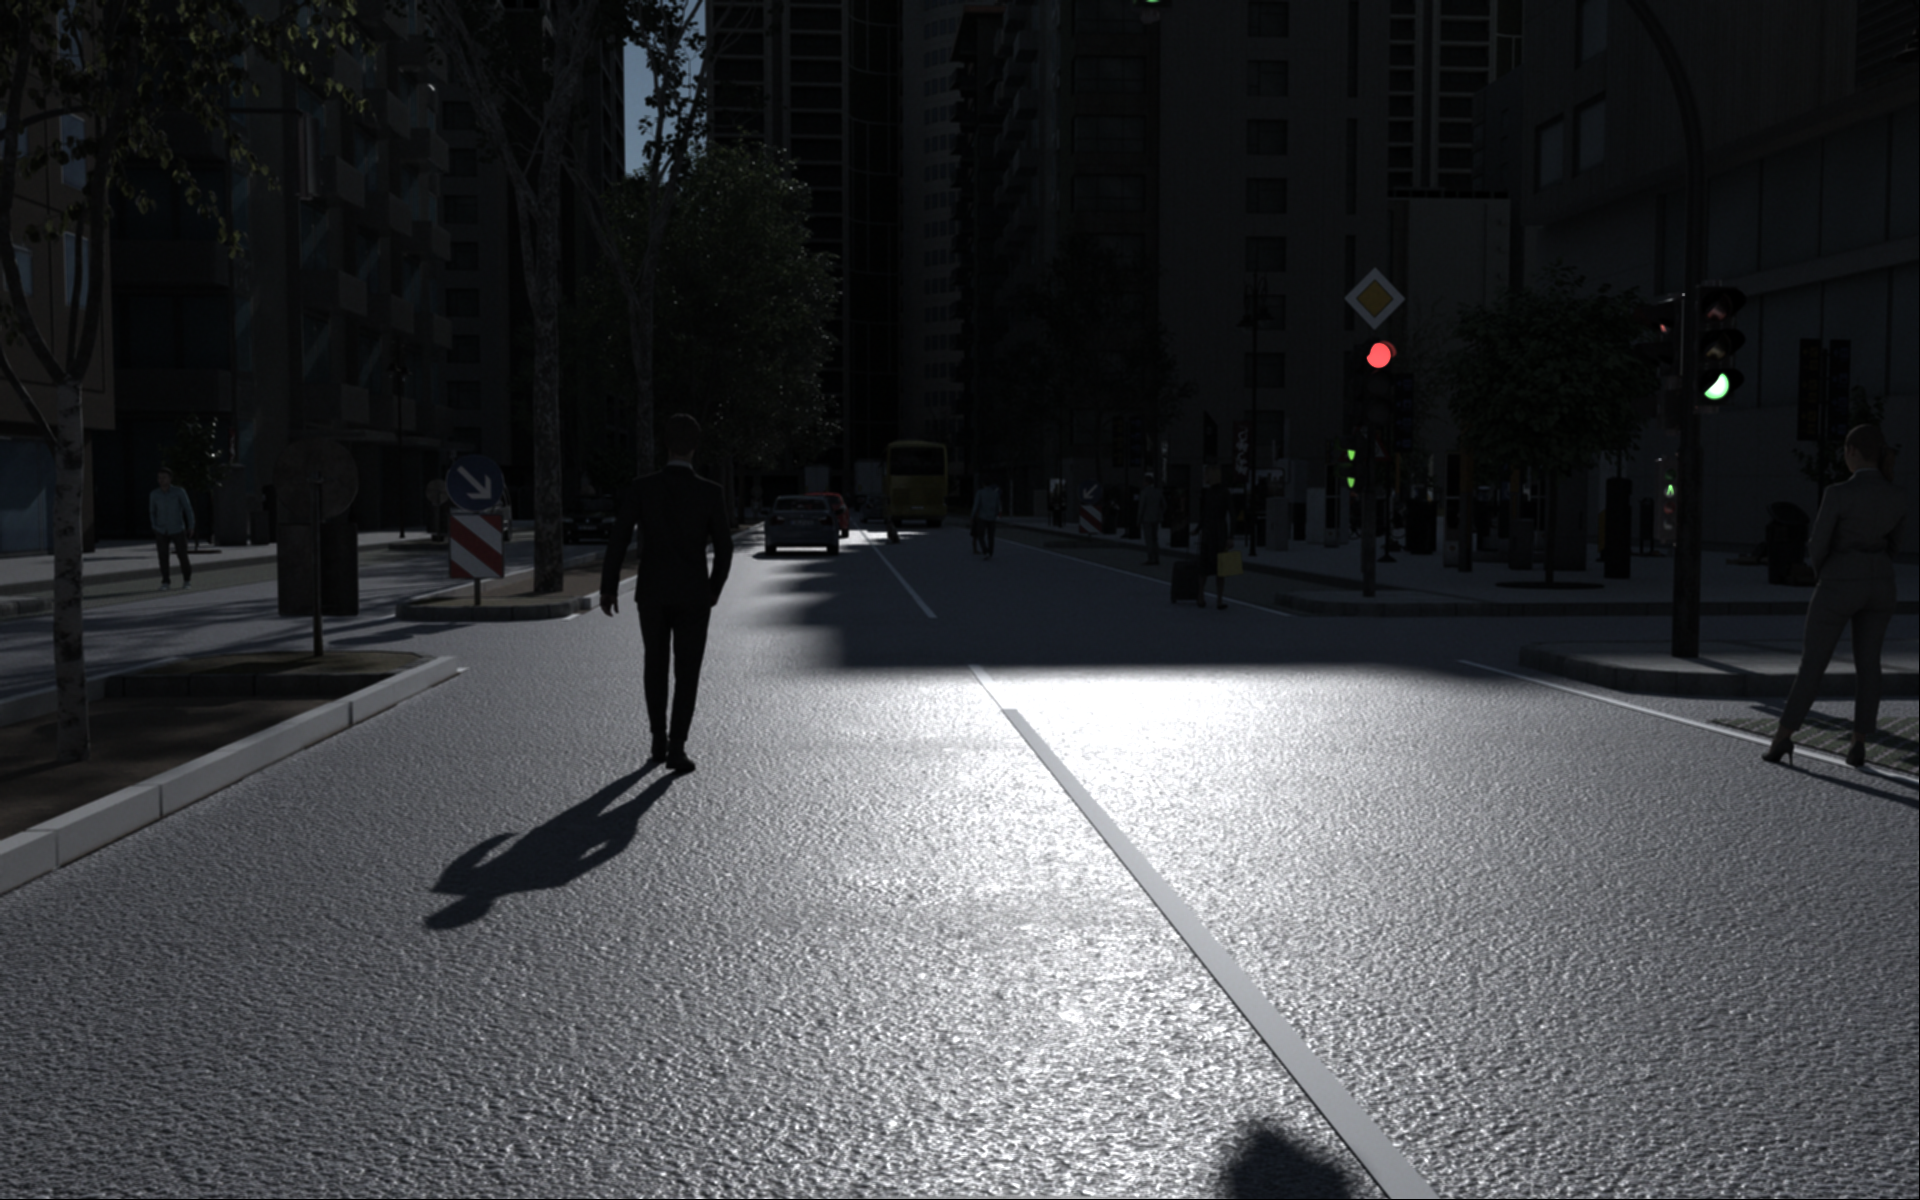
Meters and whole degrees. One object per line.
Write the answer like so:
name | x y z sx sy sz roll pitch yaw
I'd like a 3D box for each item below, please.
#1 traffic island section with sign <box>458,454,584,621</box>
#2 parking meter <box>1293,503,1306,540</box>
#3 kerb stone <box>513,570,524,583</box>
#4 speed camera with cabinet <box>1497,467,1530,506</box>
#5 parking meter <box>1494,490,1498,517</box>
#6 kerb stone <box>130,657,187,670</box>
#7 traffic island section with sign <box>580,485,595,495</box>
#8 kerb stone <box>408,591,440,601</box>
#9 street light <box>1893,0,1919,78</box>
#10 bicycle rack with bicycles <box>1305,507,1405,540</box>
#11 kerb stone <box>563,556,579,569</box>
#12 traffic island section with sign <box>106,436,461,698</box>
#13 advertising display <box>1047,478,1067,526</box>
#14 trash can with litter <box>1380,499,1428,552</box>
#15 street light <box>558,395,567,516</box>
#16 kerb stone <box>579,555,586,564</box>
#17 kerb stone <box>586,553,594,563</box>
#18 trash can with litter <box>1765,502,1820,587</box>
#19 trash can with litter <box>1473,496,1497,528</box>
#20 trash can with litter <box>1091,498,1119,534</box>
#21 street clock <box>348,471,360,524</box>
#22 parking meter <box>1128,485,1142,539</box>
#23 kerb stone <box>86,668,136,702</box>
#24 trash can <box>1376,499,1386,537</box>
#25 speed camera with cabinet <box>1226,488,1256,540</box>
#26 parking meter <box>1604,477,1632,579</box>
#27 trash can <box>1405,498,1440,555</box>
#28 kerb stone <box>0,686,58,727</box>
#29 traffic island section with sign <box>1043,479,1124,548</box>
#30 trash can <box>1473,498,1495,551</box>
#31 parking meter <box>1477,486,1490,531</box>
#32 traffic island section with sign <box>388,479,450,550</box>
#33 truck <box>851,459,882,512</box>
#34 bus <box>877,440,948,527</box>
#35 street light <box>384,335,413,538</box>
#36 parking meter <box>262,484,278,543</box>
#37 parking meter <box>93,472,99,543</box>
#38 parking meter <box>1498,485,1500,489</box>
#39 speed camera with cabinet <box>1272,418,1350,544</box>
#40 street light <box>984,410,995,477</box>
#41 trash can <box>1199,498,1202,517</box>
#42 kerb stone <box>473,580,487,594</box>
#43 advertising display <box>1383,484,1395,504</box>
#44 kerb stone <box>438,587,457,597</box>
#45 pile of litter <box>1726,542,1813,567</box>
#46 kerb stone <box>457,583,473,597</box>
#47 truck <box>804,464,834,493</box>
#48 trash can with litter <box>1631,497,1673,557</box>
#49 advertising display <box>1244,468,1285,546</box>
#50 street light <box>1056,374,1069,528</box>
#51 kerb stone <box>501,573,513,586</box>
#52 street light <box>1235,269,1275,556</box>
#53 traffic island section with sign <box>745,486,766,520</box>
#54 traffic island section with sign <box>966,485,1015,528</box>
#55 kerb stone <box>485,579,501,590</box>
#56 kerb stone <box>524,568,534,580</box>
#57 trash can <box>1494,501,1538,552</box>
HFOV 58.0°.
traffic island section with sign | -5.597 -0.756 20.503 2.006 1.907 1.989 0 4 -4
parking meter | 9.406 -2.584 47.958 0.255 1.863 0.399 0 4 -6
kerb stone | -7.224 -0.351 27.936 0.120 0.150 1.000 0 4 -4
speed camera with cabinet | 17.751 -3.666 54.278 2.038 3.252 0.660 -2 4 -32
parking meter | 30.647 -5.532 98.856 0.372 1.533 0.369 0 3 0
kerb stone | -6.104 0.555 13.125 0.120 0.150 1.000 0 4 -4
traffic island section with sign | -15.768 -3.959 73.353 1.989 1.847 2.006 0 4 -4
kerb stone | -6.760 0.024 21.803 0.120 0.150 1.000 0 4 -4
street light | 7.836 -2.482 13.361 0.468 5.910 1.993 0 4 -4
bicycle rack with bicycles | 11.064 -2.223 49.735 2.925 0.926 2.852 3 4 36
kerb stone | -7.681 -0.727 34.080 0.120 0.150 1.000 0 4 -4
traffic island section with sign | -5.053 -0.305 13.116 2.006 1.907 1.989 0 4 -4
advertising display | 3.901 -3.943 69.675 0.974 1.923 0.123 -3 5 -41
trash can with litter | 9.959 -1.666 38.627 1.055 1.170 0.624 0 4 -7
street light | -18.664 -6.629 81.165 0.468 5.910 1.993 0 4 -4
kerb stone | -7.757 -0.790 35.105 0.120 0.150 1.000 0 4 -4
kerb stone | -7.827 -0.850 36.127 0.120 0.150 1.000 0 4 -4
trash can with litter | 11.790 -0.794 24.369 0.624 1.170 1.055 0 4 0
trash can with litter | 20.687 -3.338 65.629 2.233 1.210 1.678 3 5 42
trash can with litter | 4.518 -2.671 55.052 1.055 1.170 0.624 0 4 1
street clock | -17.372 -2.747 49.487 0.471 2.002 0.358 2 4 27
parking meter | 4.979 -2.502 49.322 0.372 1.533 0.369 0 3 0
kerb stone | -6.038 0.617 12.103 0.120 0.150 1.000 0 4 -4
trash can | 12.453 -2.472 52.073 0.748 1.137 0.748 0 3 0
speed camera with cabinet | 8.525 -3.343 48.997 2.038 3.252 0.660 0 4 3
parking meter | 10.016 -1.098 26.357 0.372 1.533 0.369 0 3 0
trash can | 9.832 -1.542 36.860 0.748 1.137 0.748 0 3 0
kerb stone | -5.962 0.680 11.084 0.120 0.150 1.000 0 4 -4
traffic island section with sign | 3.272 -2.313 46.441 1.989 1.847 2.006 0 4 -4
trash can | 11.439 -1.567 37.273 0.748 1.137 0.748 0 3 0
parking meter | 15.859 -2.694 52.455 0.372 1.533 0.369 0 3 0
traffic island section with sign | -13.652 -2.232 45.119 1.989 1.847 2.006 0 4 -4
truck | -7.500 -9.450 143.413 2.839 4.237 11.283 0 4 -5
bus | -2.158 -5.259 77.526 2.896 3.916 12.252 0 4 -4
street light | -16.331 -4.755 50.533 0.468 5.910 1.993 0 4 -4
parking meter | -18.076 -2.262 45.399 0.372 1.533 0.369 0 3 0
parking meter | -22.681 -2.416 45.219 0.255 1.863 0.399 -1 4 -15
parking meter | 30.051 -5.525 96.044 0.399 1.863 0.255 -2 4 -23
speed camera with cabinet | 9.107 -3.087 44.803 0.660 3.252 2.038 -3 5 -40
street light | 1.638 -7.525 95.819 0.468 5.910 1.993 0 4 -4
trash can | 9.238 -3.232 64.494 0.748 1.137 0.748 0 3 0
kerb stone | -6.989 -0.164 24.874 0.120 0.150 1.000 0 4 -4
advertising display | 24.229 -5.656 97.688 0.974 1.923 0.123 1 4 10
kerb stone | -6.831 -0.039 22.825 0.120 0.150 1.000 0 4 -4
pile of litter | 14.553 -1.050 31.138 1.176 0.858 1.719 0 4 -4
kerb stone | -6.910 -0.101 23.855 0.120 0.150 1.000 0 4 -4
truck | -13.687 -10.915 167.371 2.839 4.237 11.283 0 4 -3
trash can with litter | 14.242 -1.529 36.055 1.678 1.210 2.233 0 4 -2
advertising display | 7.439 -2.273 42.376 0.974 1.923 0.123 0 4 2
street light | 3.833 -5.692 65.851 0.468 5.910 1.993 0 4 -4
kerb stone | -7.140 -0.288 26.913 0.120 0.150 1.000 0 4 -4
street light | 6.068 -3.850 35.736 0.468 5.910 1.993 0 4 -4
traffic island section with sign | -11.229 -5.339 95.431 2.006 1.907 1.989 0 4 -4
traffic island section with sign | 1.261 -3.957 73.321 1.989 1.847 2.006 0 4 -4
kerb stone | -7.061 -0.226 25.894 0.120 0.150 1.000 0 4 -4
kerb stone | -7.302 -0.409 28.972 0.120 0.150 1.000 0 4 -4
trash can | 11.518 -1.471 35.700 0.748 1.137 0.748 0 3 0
